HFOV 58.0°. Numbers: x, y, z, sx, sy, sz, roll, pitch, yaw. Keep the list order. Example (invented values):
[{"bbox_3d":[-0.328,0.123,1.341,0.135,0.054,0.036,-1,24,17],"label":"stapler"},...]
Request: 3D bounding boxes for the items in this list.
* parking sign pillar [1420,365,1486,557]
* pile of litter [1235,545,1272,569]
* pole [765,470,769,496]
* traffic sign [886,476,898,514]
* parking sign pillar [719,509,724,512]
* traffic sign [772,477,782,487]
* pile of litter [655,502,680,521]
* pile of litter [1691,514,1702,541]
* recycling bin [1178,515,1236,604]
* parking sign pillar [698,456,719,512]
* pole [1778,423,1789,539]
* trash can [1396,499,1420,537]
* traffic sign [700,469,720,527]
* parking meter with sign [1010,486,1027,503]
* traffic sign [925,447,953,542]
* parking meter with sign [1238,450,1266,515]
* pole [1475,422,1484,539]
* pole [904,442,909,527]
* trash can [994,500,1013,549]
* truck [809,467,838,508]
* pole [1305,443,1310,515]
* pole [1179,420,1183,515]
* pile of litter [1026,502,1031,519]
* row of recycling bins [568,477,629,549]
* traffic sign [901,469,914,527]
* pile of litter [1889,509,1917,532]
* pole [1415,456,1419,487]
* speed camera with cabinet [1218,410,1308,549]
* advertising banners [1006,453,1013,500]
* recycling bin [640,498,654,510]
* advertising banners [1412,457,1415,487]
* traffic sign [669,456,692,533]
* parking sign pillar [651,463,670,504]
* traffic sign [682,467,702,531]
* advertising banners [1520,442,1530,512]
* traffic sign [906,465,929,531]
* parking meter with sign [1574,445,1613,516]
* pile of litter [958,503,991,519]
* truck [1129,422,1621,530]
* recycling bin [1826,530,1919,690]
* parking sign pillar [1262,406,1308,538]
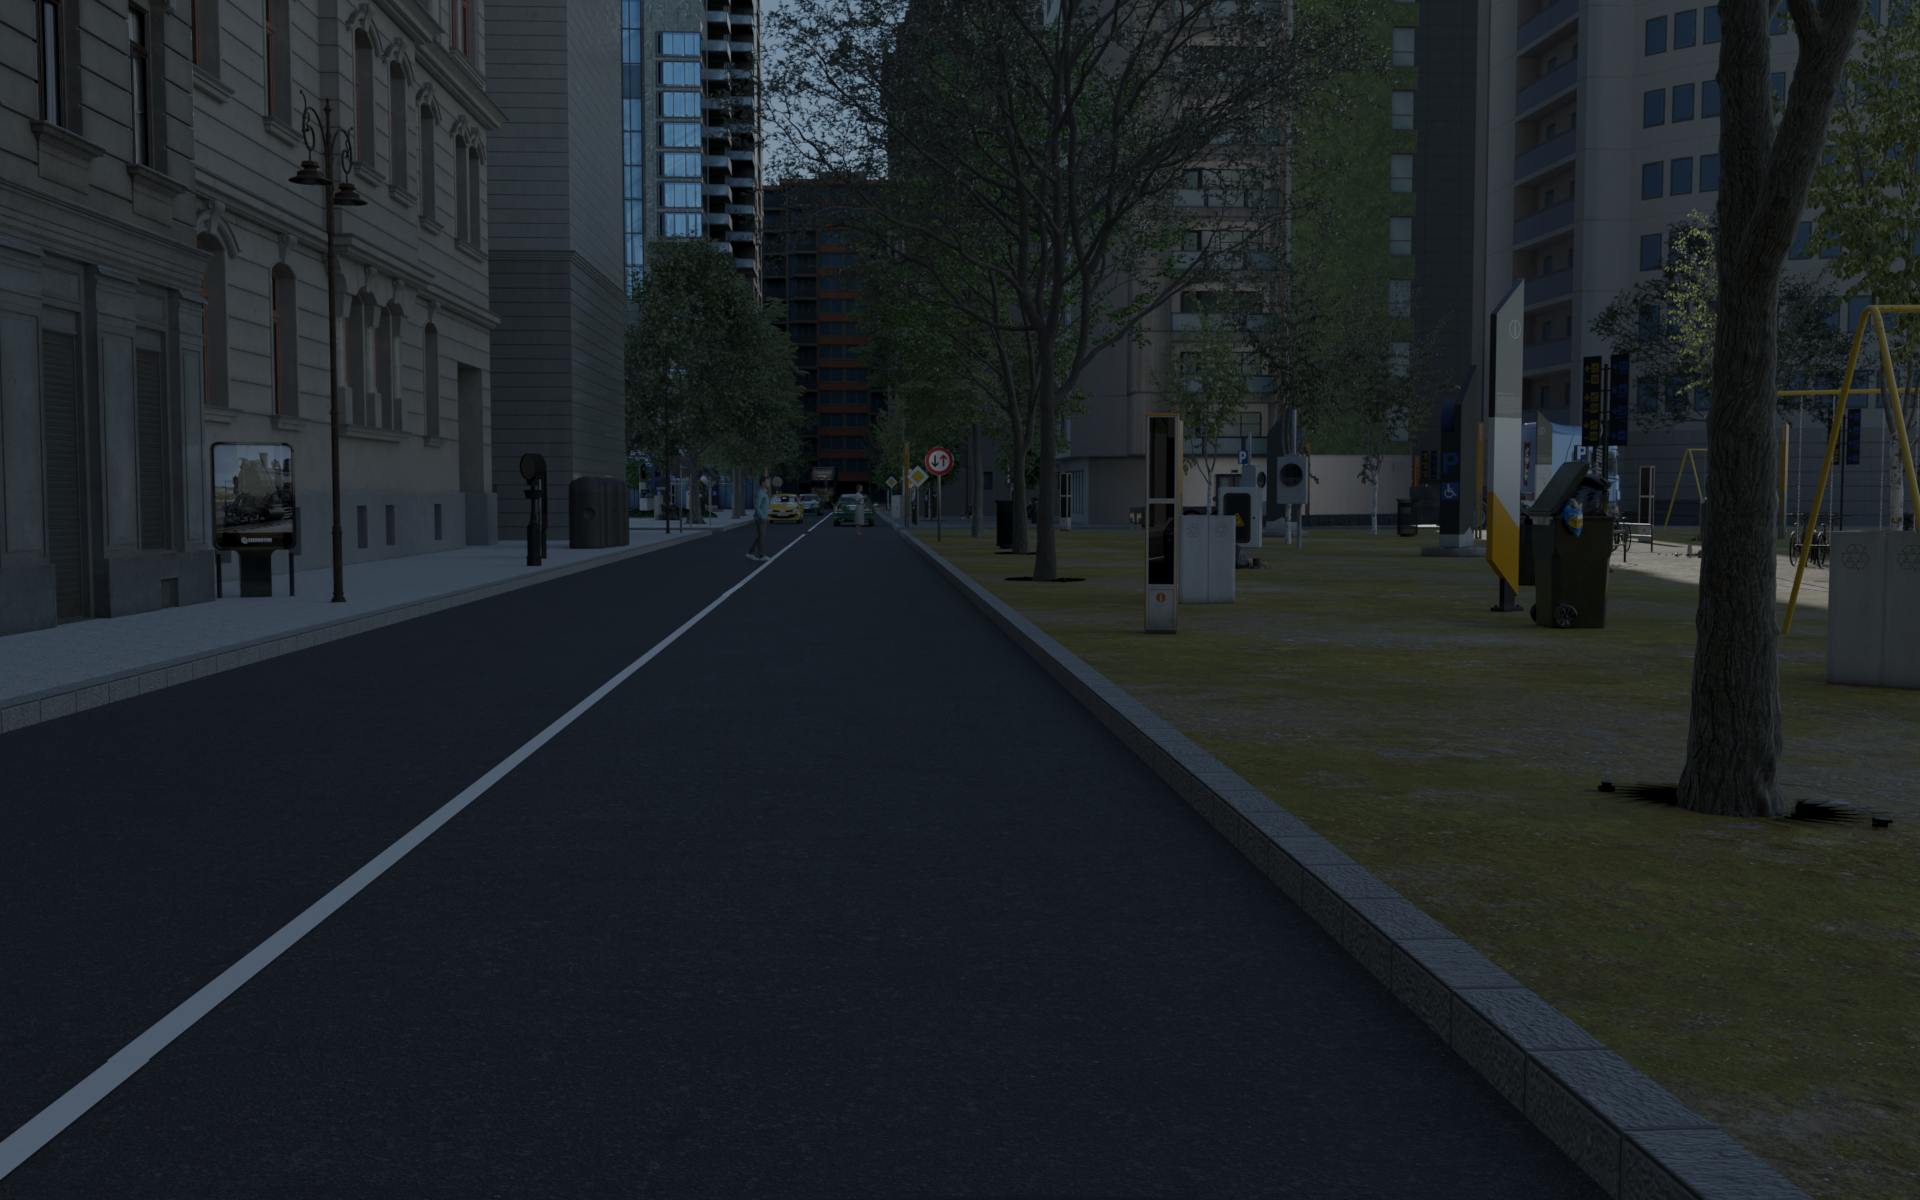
[{"bbox_3d":[10.287,-2.893,35.769,1.447,3.967,1.447,2,4,29],"label":"parking sign pillar"},{"bbox_3d":[4.632,-0.998,30.276,1.176,0.858,1.719,-2,4,-34],"label":"pile of litter"},{"bbox_3d":[-12.680,-7.336,113.783,0.158,3.312,0.155,0,3,0],"label":"pole"},{"bbox_3d":[-4.353,-6.666,110.181,0.795,2.450,0.064,0,4,2],"label":"traffic sign"},{"bbox_3d":[-17.834,-8.369,125.308,1.447,3.967,1.447,-1,4,-15],"label":"parking sign pillar"},{"bbox_3d":[-13.439,-7.785,127.384,0.768,2.556,0.104,0,4,6],"label":"traffic sign"},{"bbox_3d":[-14.358,-4.305,84.347,1.719,0.858,1.176,1,4,12],"label":"pile of litter"},{"bbox_3d":[20.705,-2.049,47.463,1.176,0.858,1.719,-1,4,-9],"label":"pile of litter"},{"bbox_3d":[2.800,-0.488,20.526,0.722,1.027,0.722,-1,4,-14],"label":"recycling bin"},{"bbox_3d":[-18.043,-8.152,121.751,1.447,3.967,1.447,0,4,7],"label":"parking sign pillar"},{"bbox_3d":[23.547,-3.405,49.523,0.158,3.312,0.155,0,3,0],"label":"pole"},{"bbox_3d":[13.418,-2.462,51.912,0.748,1.137,0.748,0,3,0],"label":"trash can"},{"bbox_3d":[-9.777,-3.922,67.773,0.795,2.450,0.064,0,4,-3],"label":"traffic sign"},{"bbox_3d":[3.040,-5.939,93.355,0.543,3.016,1.738,3,5,42],"label":"parking meter with sign"},{"bbox_3d":[-0.559,-2.840,46.532,0.768,2.556,0.104,0,4,-2],"label":"traffic sign"},{"bbox_3d":[12.018,-4.496,69.767,1.738,3.016,0.543,-2,4,-34],"label":"parking meter with sign"},{"bbox_3d":[14.773,-3.390,49.276,0.158,3.312,0.155,0,3,0],"label":"pole"},{"bbox_3d":[-2.086,-4.537,68.028,0.158,3.312,0.155,0,3,0],"label":"pole"},{"bbox_3d":[1.158,-1.768,40.561,0.748,1.137,0.748,0,3,0],"label":"trash can"},{"bbox_3d":[-14.267,-11.823,182.226,2.839,4.237,11.283,0,4,-2],"label":"truck"},{"bbox_3d":[13.926,-4.619,69.356,0.158,3.312,0.155,0,3,0],"label":"pole"},{"bbox_3d":[6.070,-3.314,48.021,0.158,3.312,0.155,0,3,0],"label":"pole"},{"bbox_3d":[3.277,-4.693,90.689,1.719,0.858,1.176,-3,5,-40],"label":"pile of litter"},{"bbox_3d":[-8.726,-2.144,42.163,1.069,1.692,3.534,0,4,1],"label":"row of recycling bins"},{"bbox_3d":[-1.945,-3.950,68.219,0.795,2.450,0.064,0,4,-3],"label":"traffic sign"},{"bbox_3d":[27.154,-2.188,49.731,1.176,0.858,1.719,-1,4,-21],"label":"pile of litter"},{"bbox_3d":[24.462,-6.051,92.773,0.158,3.312,0.155,0,3,0],"label":"pole"},{"bbox_3d":[7.127,-2.838,40.744,2.038,3.252,0.660,1,4,16],"label":"speed camera with cabinet"},{"bbox_3d":[2.312,-4.785,74.419,0.090,3.025,2.074,1,4,20],"label":"advertising banners"},{"bbox_3d":[-18.977,-5.673,105.314,0.722,1.027,0.722,3,5,42],"label":"recycling bin"},{"bbox_3d":[21.768,-5.187,80.998,2.074,3.025,0.090,1,4,15],"label":"advertising banners"},{"bbox_3d":[-9.257,-3.503,57.387,0.768,2.556,0.104,0,4,5],"label":"traffic sign"},{"bbox_3d":[-20.900,-8.095,120.828,1.447,3.967,1.447,1,4,20],"label":"parking sign pillar"},{"bbox_3d":[-9.300,-3.435,59.802,0.795,2.450,0.064,0,4,-3],"label":"traffic sign"},{"bbox_3d":[18.911,-3.825,58.729,0.090,3.025,2.074,0,4,-3],"label":"advertising banners"},{"bbox_3d":[-1.468,-3.462,60.248,0.795,2.450,0.064,0,4,-3],"label":"traffic sign"},{"bbox_3d":[22.263,-3.947,60.786,0.543,3.016,1.738,-1,4,-14],"label":"parking meter with sign"},{"bbox_3d":[0.778,-4.672,90.360,1.719,0.858,1.176,0,4,5],"label":"pile of litter"},{"bbox_3d":[15.799,-4.577,64.588,18.799,4.110,2.967,0,4,-5],"label":"truck"},{"bbox_3d":[6.352,0.052,11.701,0.722,1.027,0.722,3,5,43],"label":"recycling bin"},{"bbox_3d":[9.683,-3.869,51.727,1.447,3.967,1.447,-1,4,-22],"label":"parking sign pillar"}]
